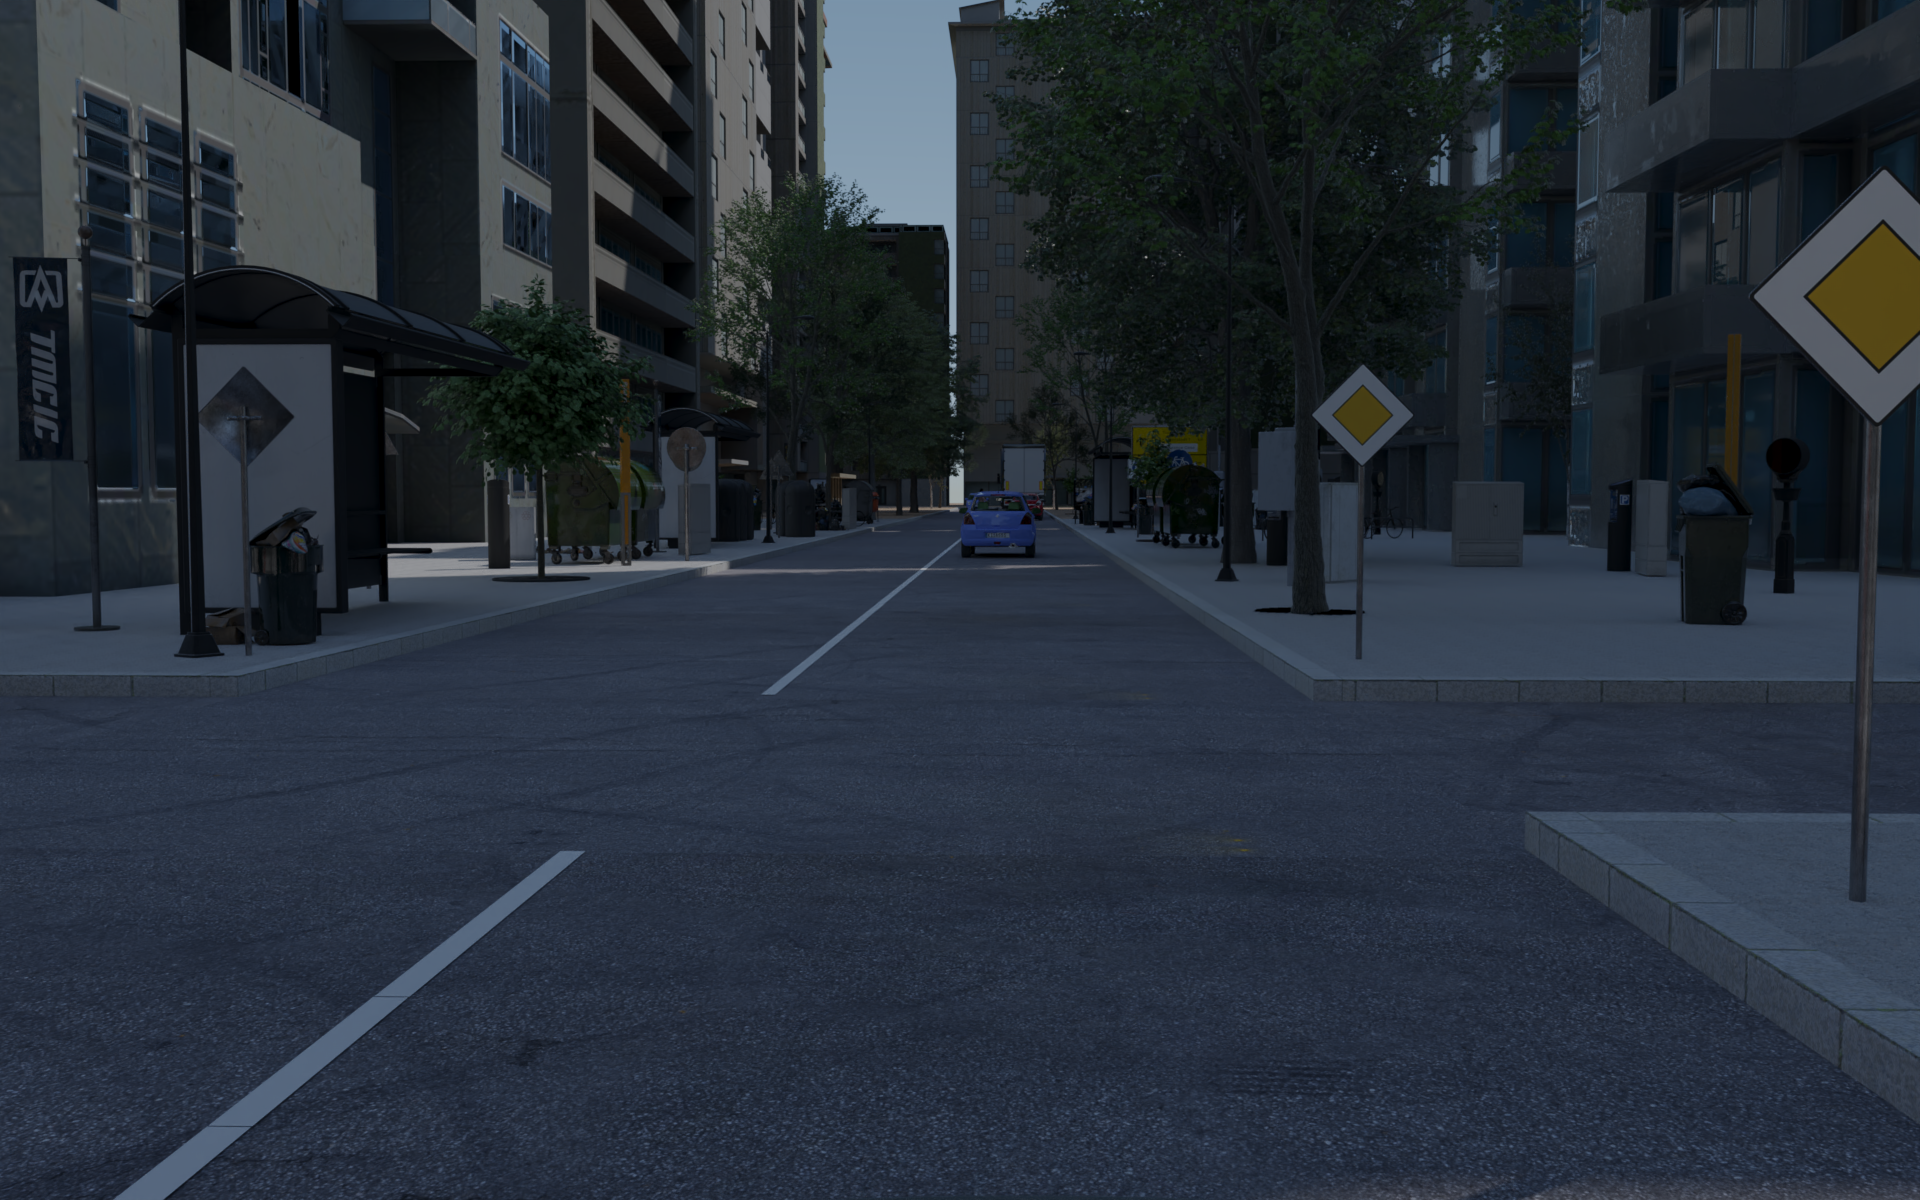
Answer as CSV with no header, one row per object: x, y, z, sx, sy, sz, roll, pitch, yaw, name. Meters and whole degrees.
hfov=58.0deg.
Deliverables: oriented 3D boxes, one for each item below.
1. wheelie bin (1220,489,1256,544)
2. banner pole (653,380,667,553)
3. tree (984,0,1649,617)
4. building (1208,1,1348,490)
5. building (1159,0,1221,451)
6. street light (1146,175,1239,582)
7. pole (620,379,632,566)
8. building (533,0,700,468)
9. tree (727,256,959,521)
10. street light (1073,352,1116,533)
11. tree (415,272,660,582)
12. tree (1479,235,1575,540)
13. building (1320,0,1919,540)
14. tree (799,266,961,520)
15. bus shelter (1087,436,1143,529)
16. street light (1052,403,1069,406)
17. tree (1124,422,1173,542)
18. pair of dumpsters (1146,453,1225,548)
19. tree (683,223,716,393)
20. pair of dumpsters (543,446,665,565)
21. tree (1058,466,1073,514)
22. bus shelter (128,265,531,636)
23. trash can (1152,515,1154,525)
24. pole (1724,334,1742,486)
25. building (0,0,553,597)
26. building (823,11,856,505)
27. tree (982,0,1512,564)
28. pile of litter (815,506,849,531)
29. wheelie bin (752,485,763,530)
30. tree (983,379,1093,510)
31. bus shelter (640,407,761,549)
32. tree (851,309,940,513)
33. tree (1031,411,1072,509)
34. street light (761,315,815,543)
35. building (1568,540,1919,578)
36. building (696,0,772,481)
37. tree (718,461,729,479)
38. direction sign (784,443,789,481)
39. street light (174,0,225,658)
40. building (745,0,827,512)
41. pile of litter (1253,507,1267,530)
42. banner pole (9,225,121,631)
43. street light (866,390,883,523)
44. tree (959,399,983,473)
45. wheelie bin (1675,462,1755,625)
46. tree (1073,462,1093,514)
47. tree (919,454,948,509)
6.960,-2.171,43.409,0.693,1.594,0.980,-2,4,-35,wheelie bin
-6.657,-2.951,38.270,0.401,3.779,0.863,0,4,0,banner pole
3.670,-5.667,18.412,9.928,11.665,9.643,0,3,0,tree
26.518,-43.105,143.024,20.563,71.187,20.611,0,4,2,building
25.761,-30.517,122.656,21.300,48.544,21.600,0,4,2,building
3.391,-3.231,25.368,1.470,5.913,1.316,0,4,2,street light
-5.976,-2.267,30.907,0.158,3.312,0.155,0,3,0,pole
-23.222,-27.313,70.266,21.300,48.544,21.600,0,4,2,building
-5.195,-8.055,66.113,8.767,10.594,7.601,1,4,11,tree
4.390,-5.138,56.555,1.470,5.913,1.316,0,4,2,street light
-6.335,-2.573,25.784,4.285,4.588,4.351,0,3,0,tree
16.904,-5.996,48.398,4.360,8.622,3.978,0,3,0,tree
26.706,-27.261,65.330,23.786,49.044,30.456,0,4,2,building
-4.753,-10.215,85.149,7.486,12.596,7.792,0,3,0,tree
5.772,-4.258,63.545,2.014,3.302,5.546,0,4,2,bus shelter
5.384,-7.090,88.460,1.470,5.913,1.316,0,4,2,street light
5.368,-3.184,46.656,1.663,3.219,1.824,0,3,0,tree
5.568,-2.470,42.877,1.574,2.255,4.437,0,4,2,pair of dumpsters
-5.356,-7.955,55.816,9.928,11.665,9.643,0,3,0,tree
-6.871,-1.894,33.453,1.574,2.255,4.437,0,4,2,pair of dumpsters
7.178,-7.014,109.284,1.663,3.219,1.824,0,3,0,tree
-6.249,-1.479,18.106,2.014,3.302,5.546,0,4,2,bus shelter
6.646,-2.943,59.771,0.748,1.137,0.748,0,3,0,trash can
9.902,-1.736,22.234,0.158,3.312,0.155,0,3,0,pole
-21.942,-44.167,34.810,22.319,86.520,31.000,0,4,2,building
-24.272,-30.095,146.677,28.867,44.769,22.147,0,4,2,building
5.261,-7.652,31.759,9.857,13.997,8.962,0,3,0,tree
-4.792,-2.872,60.929,1.719,0.858,1.176,1,4,19,pile of litter
-7.390,-3.260,61.209,0.693,1.594,0.980,-3,5,-44,wheelie bin
7.541,-12.563,139.822,7.601,10.594,8.767,2,4,32,tree
-6.362,-3.010,43.134,2.014,3.302,5.546,0,4,2,bus shelter
-3.043,-12.960,118.558,9.857,13.997,8.962,0,3,0,tree
7.903,-12.197,149.780,4.737,8.622,4.395,0,3,0,tree
-4.475,-4.441,45.149,1.470,5.913,1.316,0,4,2,street light
27.578,-25.187,31.410,30.456,49.044,23.786,0,4,2,building
-26.067,-31.388,102.435,28.713,52.752,27.495,0,4,2,building
-12.451,-5.667,87.257,1.663,3.219,1.824,0,3,0,tree
-7.661,-5.215,77.269,0.379,3.537,0.876,1,4,15,direction sign
-5.480,-2.505,13.504,1.470,5.913,1.316,0,4,2,street light
-17.327,-26.919,123.723,14.154,41.232,14.086,0,4,2,building
11.086,-2.968,62.486,1.176,0.858,1.719,0,4,7,pile of litter
-8.373,-1.601,16.193,0.863,3.779,0.401,-1,4,-12,banner pole
-3.451,-6.348,76.336,1.470,5.913,1.316,0,4,2,street light
-1.700,-13.685,158.155,8.767,10.594,7.601,-2,4,-30,tree
7.453,-0.566,17.166,0.693,1.594,0.980,1,4,16,wheelie bin
7.341,-5.908,91.201,1.663,3.219,1.824,0,3,0,tree
-2.540,-12.233,150.371,4.360,8.622,3.978,0,3,0,tree
